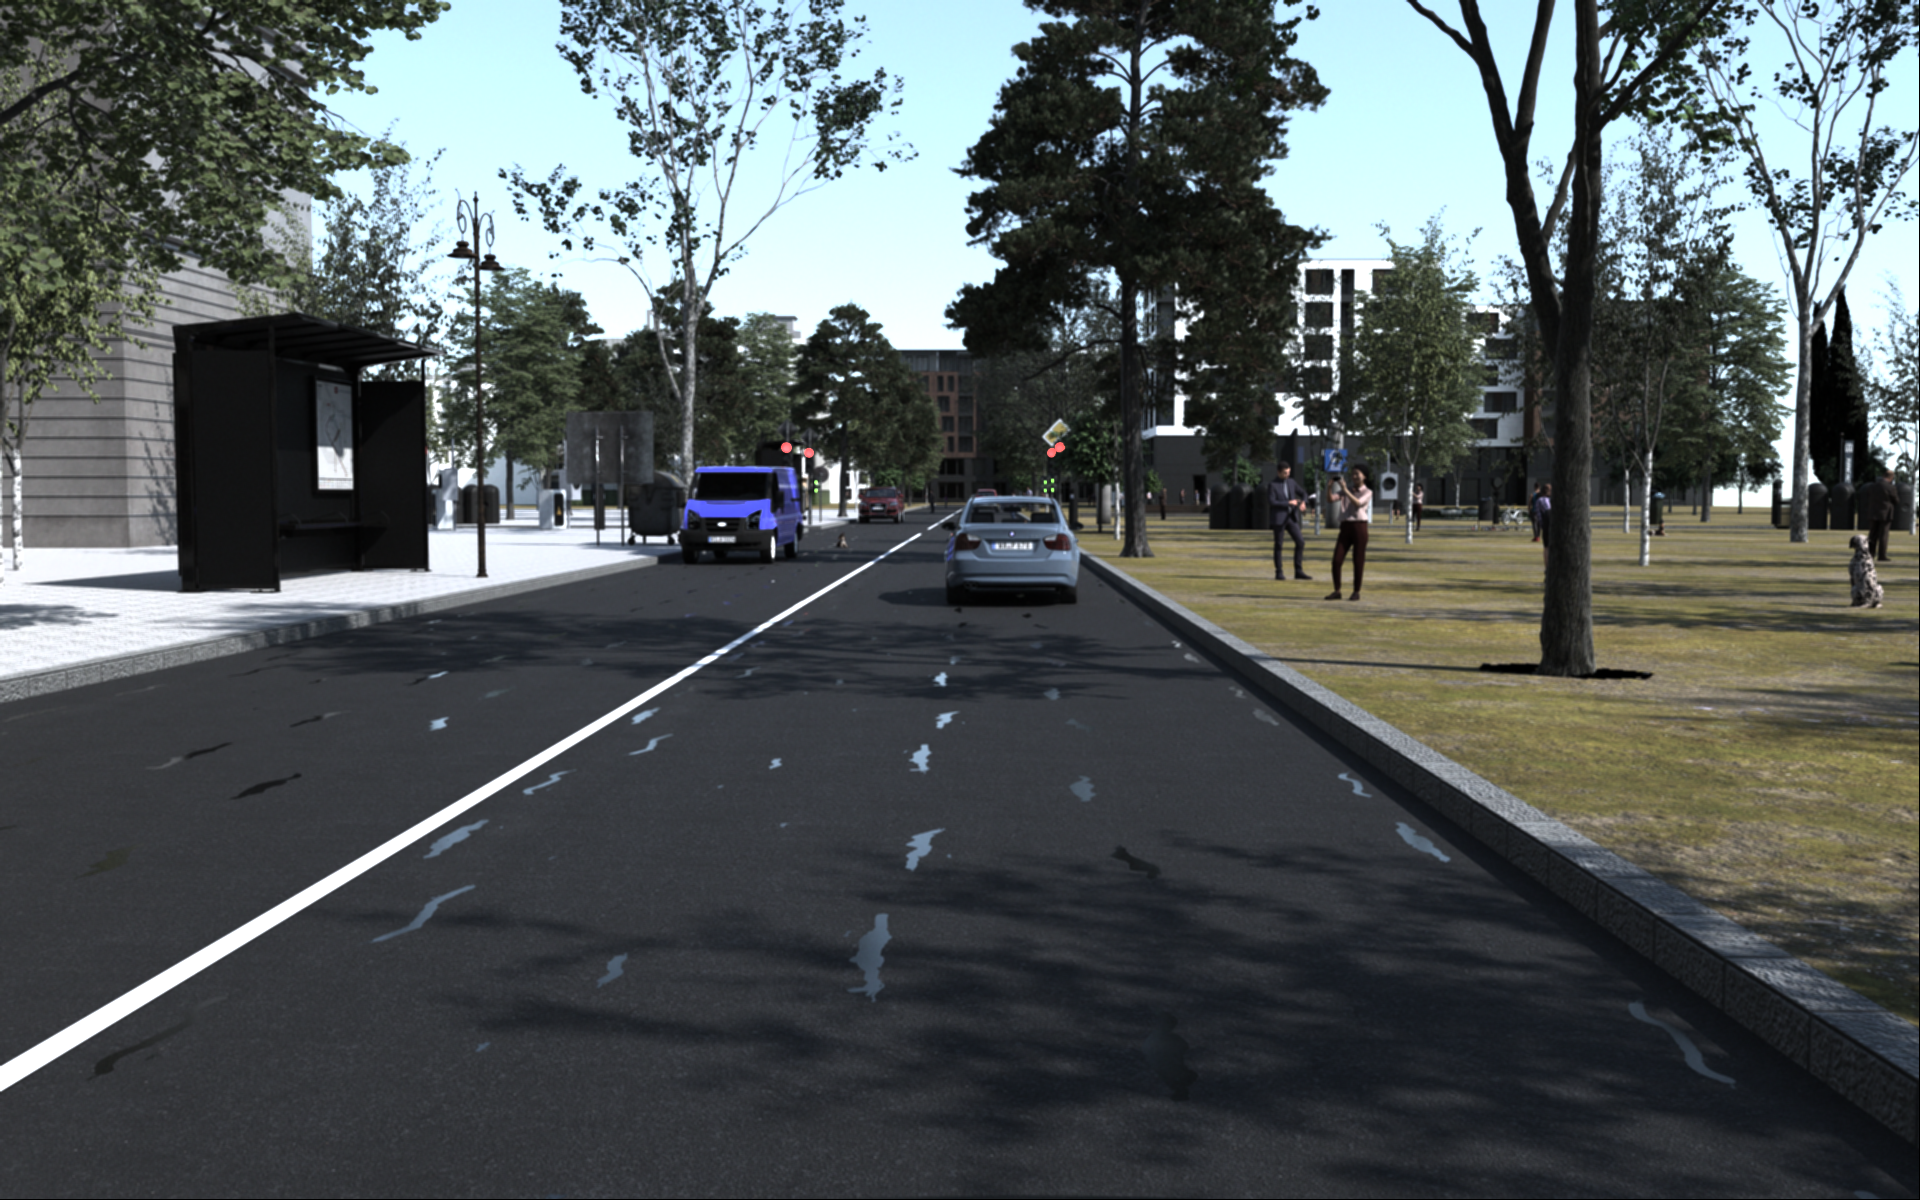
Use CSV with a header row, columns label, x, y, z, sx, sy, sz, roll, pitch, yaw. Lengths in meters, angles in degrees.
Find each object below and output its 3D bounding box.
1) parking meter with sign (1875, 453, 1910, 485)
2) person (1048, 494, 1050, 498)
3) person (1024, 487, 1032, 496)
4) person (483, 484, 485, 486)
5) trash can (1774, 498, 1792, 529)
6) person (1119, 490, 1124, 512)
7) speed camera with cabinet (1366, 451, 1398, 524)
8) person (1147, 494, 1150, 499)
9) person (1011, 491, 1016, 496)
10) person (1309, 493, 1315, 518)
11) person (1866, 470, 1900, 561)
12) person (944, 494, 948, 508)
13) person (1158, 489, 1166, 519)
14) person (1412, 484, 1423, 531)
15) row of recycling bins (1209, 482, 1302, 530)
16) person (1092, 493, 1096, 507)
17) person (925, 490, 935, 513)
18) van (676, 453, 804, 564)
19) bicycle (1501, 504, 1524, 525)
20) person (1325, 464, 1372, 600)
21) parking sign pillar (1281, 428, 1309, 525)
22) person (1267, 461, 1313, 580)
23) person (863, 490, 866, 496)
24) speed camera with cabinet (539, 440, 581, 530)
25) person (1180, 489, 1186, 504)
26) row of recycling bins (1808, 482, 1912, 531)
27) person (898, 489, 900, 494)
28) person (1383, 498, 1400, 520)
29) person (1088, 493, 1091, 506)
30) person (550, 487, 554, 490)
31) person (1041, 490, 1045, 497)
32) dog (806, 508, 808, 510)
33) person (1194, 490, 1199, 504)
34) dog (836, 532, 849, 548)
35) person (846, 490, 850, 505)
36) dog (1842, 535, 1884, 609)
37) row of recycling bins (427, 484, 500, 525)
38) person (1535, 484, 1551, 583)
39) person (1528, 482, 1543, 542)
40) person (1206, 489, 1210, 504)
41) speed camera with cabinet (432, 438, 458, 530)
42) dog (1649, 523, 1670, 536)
label,x,y,z,sx,sy,sz,roll,pitch,yaw
parking meter with sign,39.406,-4.743,73.805,1.738,3.016,0.543,3,4,37
person,8.469,-9.462,164.000,1.065,1.426,0.557,2,4,33
person,5.074,-7.648,130.960,0.599,1.838,0.709,-2,4,-35
person,-20.869,-4.227,76.093,0.436,1.711,0.756,-3,4,-37
trash can,30.360,-3.191,63.825,0.748,1.137,0.748,0,3,0
person,11.317,-7.003,122.758,0.614,1.554,0.590,1,4,16
speed camera with cabinet,17.665,-4.886,74.215,2.038,3.252,0.660,0,4,4
person,13.669,-7.199,124.681,0.436,1.711,0.756,2,4,26
person,2.378,-4.136,78.081,0.435,1.587,0.963,1,4,12
person,19.047,-5.126,93.036,0.628,1.438,0.799,0,4,2
person,17.729,-1.624,33.282,0.565,1.739,0.600,2,4,31
person,-1.365,-10.072,176.406,0.599,1.433,0.991,1,4,23
person,10.262,-4.862,87.802,0.388,1.546,0.482,1,4,15
person,15.803,-3.221,60.171,0.566,1.644,0.517,0,4,7
row of recycling bins,10.563,-3.357,62.000,3.534,1.692,1.069,2,4,33
person,13.678,-10.258,176.986,0.421,1.427,0.697,2,4,30
person,-2.287,-7.496,131.591,0.750,1.759,0.617,-1,4,-14
van,-4.676,-2.018,37.375,2.240,2.365,5.245,0,4,3
bicycle,23.154,-3.627,72.516,1.543,0.972,0.635,-3,4,-37
person,4.687,-0.819,20.893,0.566,1.644,0.517,0,4,-6
parking sign pillar,13.670,-5.068,71.335,1.447,3.967,1.447,-1,4,-14
person,4.949,-1.184,25.852,0.683,1.767,0.568,-2,4,-26
person,-12.243,-13.263,222.980,0.705,1.812,1.348,1,4,16
speed camera with cabinet,-14.542,-4.200,63.010,0.660,3.252,2.038,1,4,19
person,15.706,-6.998,121.935,0.593,1.643,0.415,3,5,42
row of recycling bins,32.024,-3.344,61.785,3.534,1.692,1.069,3,4,36
person,-6.177,-10.312,174.512,0.709,1.838,0.599,2,4,34
person,21.567,-4.728,86.530,0.799,1.438,0.628,0,4,1
person,13.521,-10.516,181.245,0.557,1.426,1.065,-1,4,-19
person,-22.253,-5.352,95.004,0.566,1.644,0.517,-2,4,-28
person,7.517,-9.187,157.722,0.415,1.643,0.593,-3,5,-43
dog,-12.047,-7.259,136.425,0.748,0.427,0.550,3,4,37
person,18.643,-7.856,136.550,0.319,1.574,0.516,-2,4,-25
dog,-3.104,-1.614,46.577,0.550,0.427,0.748,2,4,28
person,-13.493,-12.112,204.788,1.217,1.736,0.721,1,4,21
dog,10.160,-0.320,19.606,0.800,0.831,0.513,-3,4,-37
row of recycling bins,-21.173,-4.075,73.739,1.069,1.692,3.534,3,5,41
person,8.526,-0.961,24.981,0.421,1.427,0.697,0,4,3
person,15.641,-2.376,46.763,0.647,1.594,0.662,0,4,-8
person,20.608,-8.386,143.819,0.621,1.740,0.551,-2,4,-35
speed camera with cabinet,-18.396,-4.127,61.808,0.660,3.252,2.038,-2,4,-26
dog,21.375,-2.171,53.227,0.748,0.427,0.550,3,4,36
